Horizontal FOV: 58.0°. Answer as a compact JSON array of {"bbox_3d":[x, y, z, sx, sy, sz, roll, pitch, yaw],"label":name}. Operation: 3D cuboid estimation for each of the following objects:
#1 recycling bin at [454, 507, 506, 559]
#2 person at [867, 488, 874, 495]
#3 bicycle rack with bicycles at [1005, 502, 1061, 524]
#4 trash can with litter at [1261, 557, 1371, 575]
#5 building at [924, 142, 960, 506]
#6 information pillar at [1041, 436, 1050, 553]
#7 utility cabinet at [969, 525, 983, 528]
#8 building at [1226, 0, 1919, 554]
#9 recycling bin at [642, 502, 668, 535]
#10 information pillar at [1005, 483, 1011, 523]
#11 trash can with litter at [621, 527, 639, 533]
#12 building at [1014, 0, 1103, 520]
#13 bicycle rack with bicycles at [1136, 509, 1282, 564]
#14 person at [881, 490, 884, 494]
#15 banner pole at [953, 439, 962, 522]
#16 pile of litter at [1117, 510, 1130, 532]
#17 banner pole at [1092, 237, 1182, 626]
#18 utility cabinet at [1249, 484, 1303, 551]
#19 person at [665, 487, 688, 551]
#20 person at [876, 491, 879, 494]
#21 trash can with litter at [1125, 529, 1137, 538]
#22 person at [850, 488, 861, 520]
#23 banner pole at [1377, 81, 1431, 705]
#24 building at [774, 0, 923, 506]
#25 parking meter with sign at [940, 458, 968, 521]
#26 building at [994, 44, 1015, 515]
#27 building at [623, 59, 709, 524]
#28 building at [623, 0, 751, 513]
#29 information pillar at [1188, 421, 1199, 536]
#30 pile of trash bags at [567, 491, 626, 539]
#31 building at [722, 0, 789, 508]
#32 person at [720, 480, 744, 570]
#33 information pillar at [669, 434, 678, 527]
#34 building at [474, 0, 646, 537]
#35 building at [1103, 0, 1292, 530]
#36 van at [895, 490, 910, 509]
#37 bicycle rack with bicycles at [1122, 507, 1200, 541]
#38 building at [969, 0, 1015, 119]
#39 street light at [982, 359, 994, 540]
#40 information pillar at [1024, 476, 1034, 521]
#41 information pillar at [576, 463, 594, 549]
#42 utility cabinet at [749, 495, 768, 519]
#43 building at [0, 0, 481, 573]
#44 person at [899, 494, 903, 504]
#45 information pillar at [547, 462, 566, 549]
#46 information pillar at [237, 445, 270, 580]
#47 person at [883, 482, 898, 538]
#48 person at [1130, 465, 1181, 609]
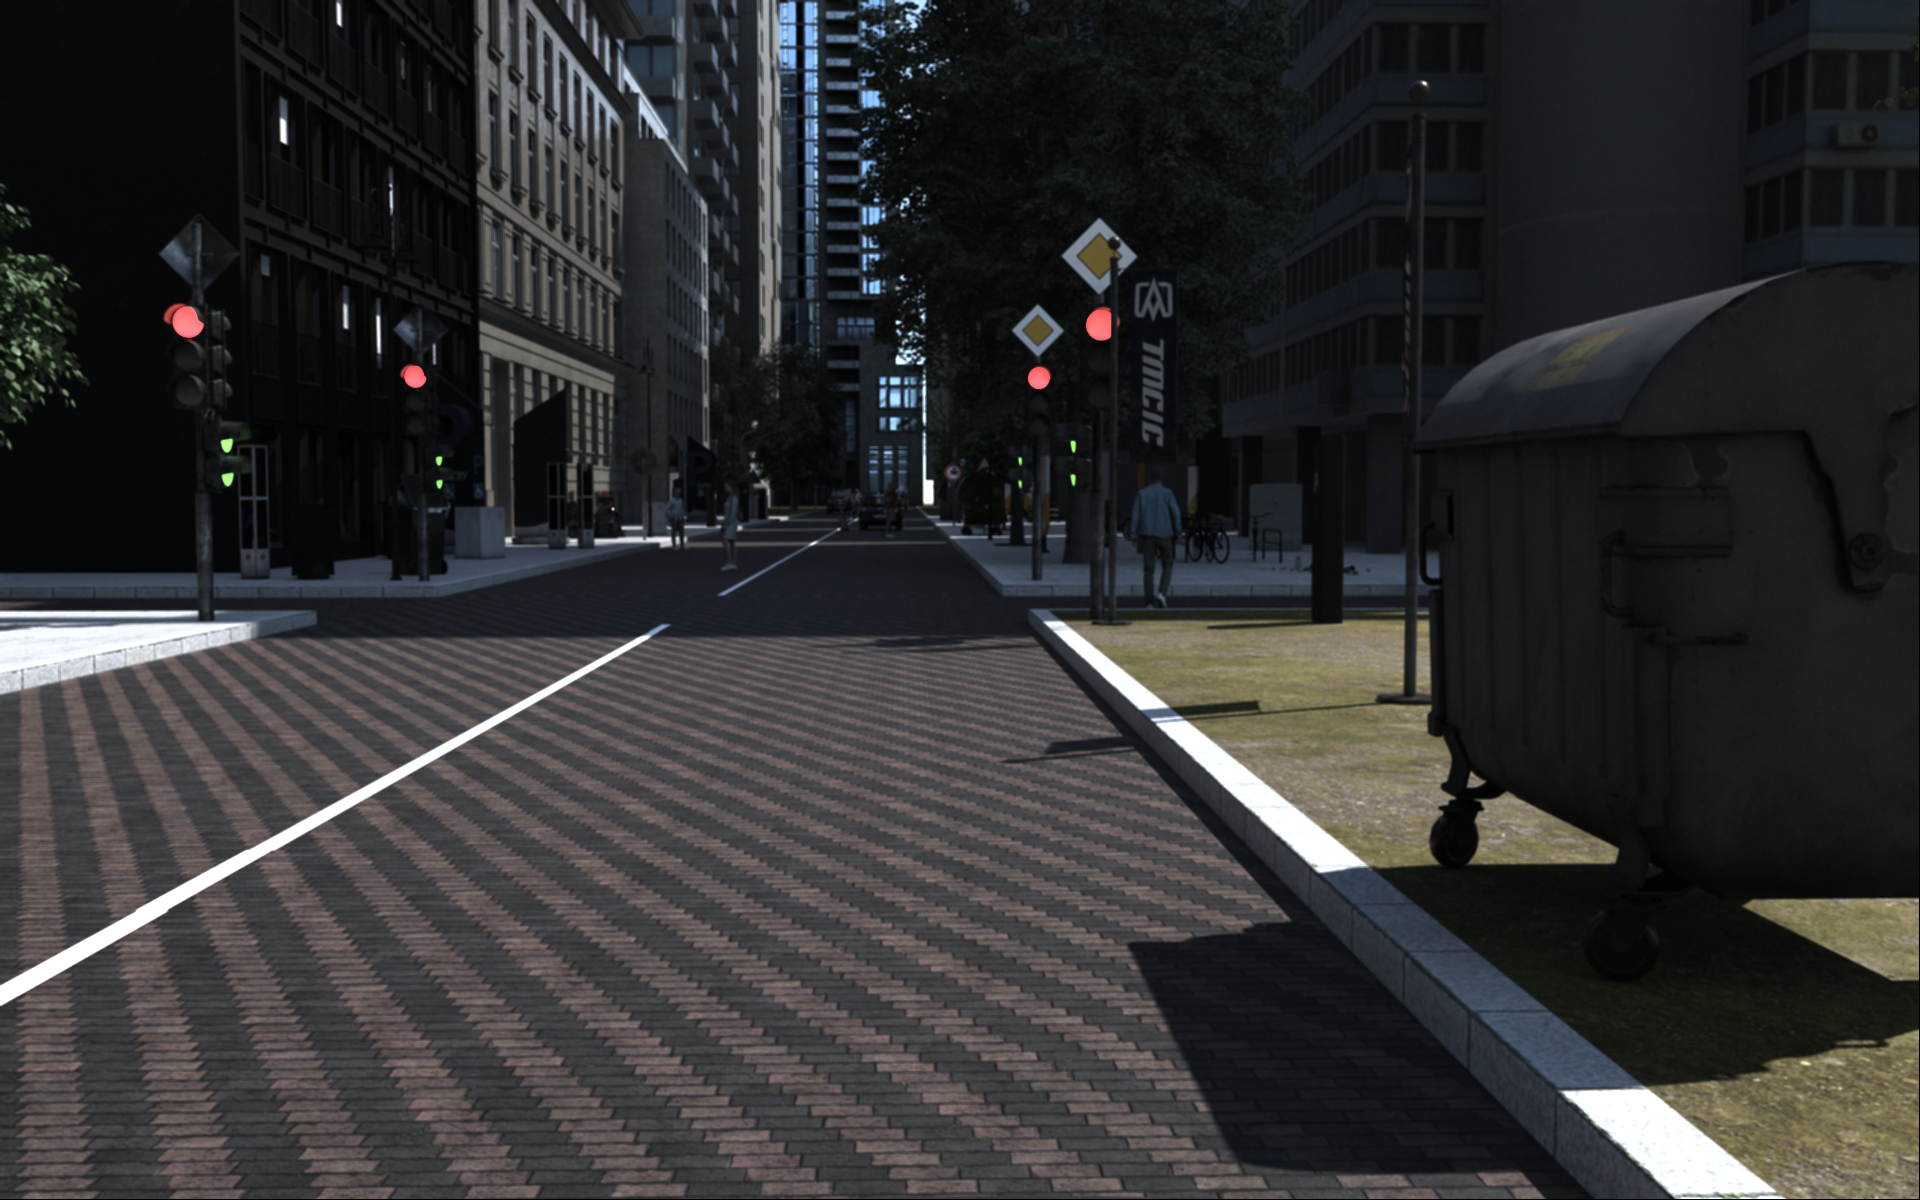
[{"bbox_3d":[-9.555,-1.341,34.481,0.722,1.027,0.722,2,4,25],"label":"recycling bin"},{"bbox_3d":[-5.256,-5.713,102.364,0.683,1.767,0.568,1,4,17],"label":"person"},{"bbox_3d":[3.341,-3.862,76.530,2.925,0.926,2.852,-3,4,-38],"label":"bicycle rack with bicycles"},{"bbox_3d":[5.952,-1.063,28.439,1.678,1.210,2.233,0,4,-2],"label":"trash can with litter"},{"bbox_3d":[3.084,-31.249,194.522,14.086,41.232,14.154,0,4,-2],"label":"building"},{"bbox_3d":[1.850,-2.837,37.735,0.183,3.616,0.504,-1,4,-12],"label":"information pillar"},{"bbox_3d":[0.611,-3.318,65.416,0.306,1.237,1.020,-1,4,-18],"label":"utility cabinet"},{"bbox_3d":[19.834,-21.408,41.898,23.993,40.220,32.217,0,4,-2],"label":"building"},{"bbox_3d":[-9.519,-2.541,54.100,0.722,1.027,0.722,0,4,-4],"label":"recycling bin"},{"bbox_3d":[2.108,-5.301,78.027,0.504,3.616,0.183,0,4,-3],"label":"information pillar"},{"bbox_3d":[-11.650,-2.873,58.028,1.678,1.210,2.233,-1,4,-13],"label":"trash can with litter"},{"bbox_3d":[10.191,-26.927,90.361,14.600,45.320,14.200,0,4,-2],"label":"building"},{"bbox_3d":[4.967,-1.201,33.014,2.852,0.926,2.925,0,4,1],"label":"bicycle rack with bicycles"},{"bbox_3d":[-6.678,-8.578,149.428,1.217,1.739,0.721,0,4,3],"label":"person"},{"bbox_3d":[-0.183,-5.461,79.304,0.401,3.779,0.863,-1,4,-23],"label":"banner pole"},{"bbox_3d":[5.510,-2.787,59.538,1.176,0.858,1.719,2,4,24],"label":"pile of litter"},{"bbox_3d":[1.731,-1.647,16.944,0.863,3.779,0.401,0,4,2],"label":"banner pole"},{"bbox_3d":[7.106,-1.856,39.028,1.173,1.500,0.318,3,4,37],"label":"utility cabinet"},{"bbox_3d":[-7.204,-2.061,44.013,0.589,1.601,0.330,-3,5,-39],"label":"person"},{"bbox_3d":[-7.978,-9.676,167.364,0.551,1.740,0.621,3,4,37],"label":"person"},{"bbox_3d":[5.282,-2.407,50.735,1.055,1.170,0.624,3,5,40],"label":"trash can with litter"},{"bbox_3d":[-5.936,-5.415,97.626,0.593,1.750,0.643,-2,4,-29],"label":"person"},{"bbox_3d":[2.816,-1.273,10.838,0.401,3.779,0.863,0,4,8],"label":"banner pole"},{"bbox_3d":[-19.825,-54.070,196.709,31.000,86.520,22.319,0,4,-2],"label":"building"},{"bbox_3d":[-0.333,-5.356,83.836,0.543,3.016,1.738,2,4,34],"label":"parking meter with sign"},{"bbox_3d":[8.947,-20.984,114.793,14.160,30.474,14.107,0,4,-2],"label":"building"},{"bbox_3d":[-18.173,-13.941,82.689,10.420,20.320,16.860,0,4,-2],"label":"building"},{"bbox_3d":[-26.617,-30.269,114.513,23.786,49.044,30.456,0,4,-2],"label":"building"},{"bbox_3d":[6.961,-3.694,51.749,0.183,3.616,0.504,-1,4,-23],"label":"information pillar"},{"bbox_3d":[-10.801,-2.539,51.260,1.912,1.369,3.447,0,4,1],"label":"pile of trash bags"},{"bbox_3d":[-30.181,-34.763,157.612,27.495,52.752,28.713,0,4,-2],"label":"building"},{"bbox_3d":[-4.363,-1.434,32.948,0.522,1.701,0.512,-2,4,-24],"label":"person"},{"bbox_3d":[-11.116,-4.643,67.274,0.183,3.616,0.504,-3,5,-44],"label":"information pillar"},{"bbox_3d":[-20.850,-13.778,58.550,16.112,22.955,30.059,0,4,-2],"label":"building"},{"bbox_3d":[12.408,-18.169,68.763,14.160,30.474,14.107,0,4,-2],"label":"building"},{"bbox_3d":[-5.837,-9.722,165.969,2.013,2.044,4.112,0,4,-1],"label":"van"},{"bbox_3d":[5.833,-2.121,48.064,2.925,0.926,2.852,-1,4,-22],"label":"bicycle rack with bicycles"},{"bbox_3d":[7.524,-28.083,142.753,14.154,41.232,14.086,0,4,-2],"label":"building"},{"bbox_3d":[0.842,-4.612,48.202,0.468,5.910,1.993,0,4,-2],"label":"street light"},{"bbox_3d":[3.293,-5.583,82.632,0.504,3.616,0.183,-1,4,-8],"label":"information pillar"},{"bbox_3d":[-8.802,-2.215,40.708,0.304,2.012,0.304,-2,4,-34],"label":"information pillar"},{"bbox_3d":[-10.445,-4.802,89.673,1.020,1.237,0.306,0,4,-3],"label":"utility cabinet"},{"bbox_3d":[-17.987,-12.567,35.144,12.332,23.373,15.834,0,4,-2],"label":"building"},{"bbox_3d":[-5.413,-8.858,156.544,0.599,1.433,0.991,0,4,5],"label":"person"},{"bbox_3d":[-9.376,-2.188,40.265,0.304,2.012,0.304,1,4,18],"label":"information pillar"},{"bbox_3d":[-10.634,-1.321,26.085,0.304,2.012,0.304,1,4,19],"label":"information pillar"},{"bbox_3d":[-2.280,-2.984,57.265,0.573,1.828,0.580,-2,4,-28],"label":"person"},{"bbox_3d":[2.385,-0.750,21.105,0.601,1.785,0.444,1,4,14],"label":"person"}]
